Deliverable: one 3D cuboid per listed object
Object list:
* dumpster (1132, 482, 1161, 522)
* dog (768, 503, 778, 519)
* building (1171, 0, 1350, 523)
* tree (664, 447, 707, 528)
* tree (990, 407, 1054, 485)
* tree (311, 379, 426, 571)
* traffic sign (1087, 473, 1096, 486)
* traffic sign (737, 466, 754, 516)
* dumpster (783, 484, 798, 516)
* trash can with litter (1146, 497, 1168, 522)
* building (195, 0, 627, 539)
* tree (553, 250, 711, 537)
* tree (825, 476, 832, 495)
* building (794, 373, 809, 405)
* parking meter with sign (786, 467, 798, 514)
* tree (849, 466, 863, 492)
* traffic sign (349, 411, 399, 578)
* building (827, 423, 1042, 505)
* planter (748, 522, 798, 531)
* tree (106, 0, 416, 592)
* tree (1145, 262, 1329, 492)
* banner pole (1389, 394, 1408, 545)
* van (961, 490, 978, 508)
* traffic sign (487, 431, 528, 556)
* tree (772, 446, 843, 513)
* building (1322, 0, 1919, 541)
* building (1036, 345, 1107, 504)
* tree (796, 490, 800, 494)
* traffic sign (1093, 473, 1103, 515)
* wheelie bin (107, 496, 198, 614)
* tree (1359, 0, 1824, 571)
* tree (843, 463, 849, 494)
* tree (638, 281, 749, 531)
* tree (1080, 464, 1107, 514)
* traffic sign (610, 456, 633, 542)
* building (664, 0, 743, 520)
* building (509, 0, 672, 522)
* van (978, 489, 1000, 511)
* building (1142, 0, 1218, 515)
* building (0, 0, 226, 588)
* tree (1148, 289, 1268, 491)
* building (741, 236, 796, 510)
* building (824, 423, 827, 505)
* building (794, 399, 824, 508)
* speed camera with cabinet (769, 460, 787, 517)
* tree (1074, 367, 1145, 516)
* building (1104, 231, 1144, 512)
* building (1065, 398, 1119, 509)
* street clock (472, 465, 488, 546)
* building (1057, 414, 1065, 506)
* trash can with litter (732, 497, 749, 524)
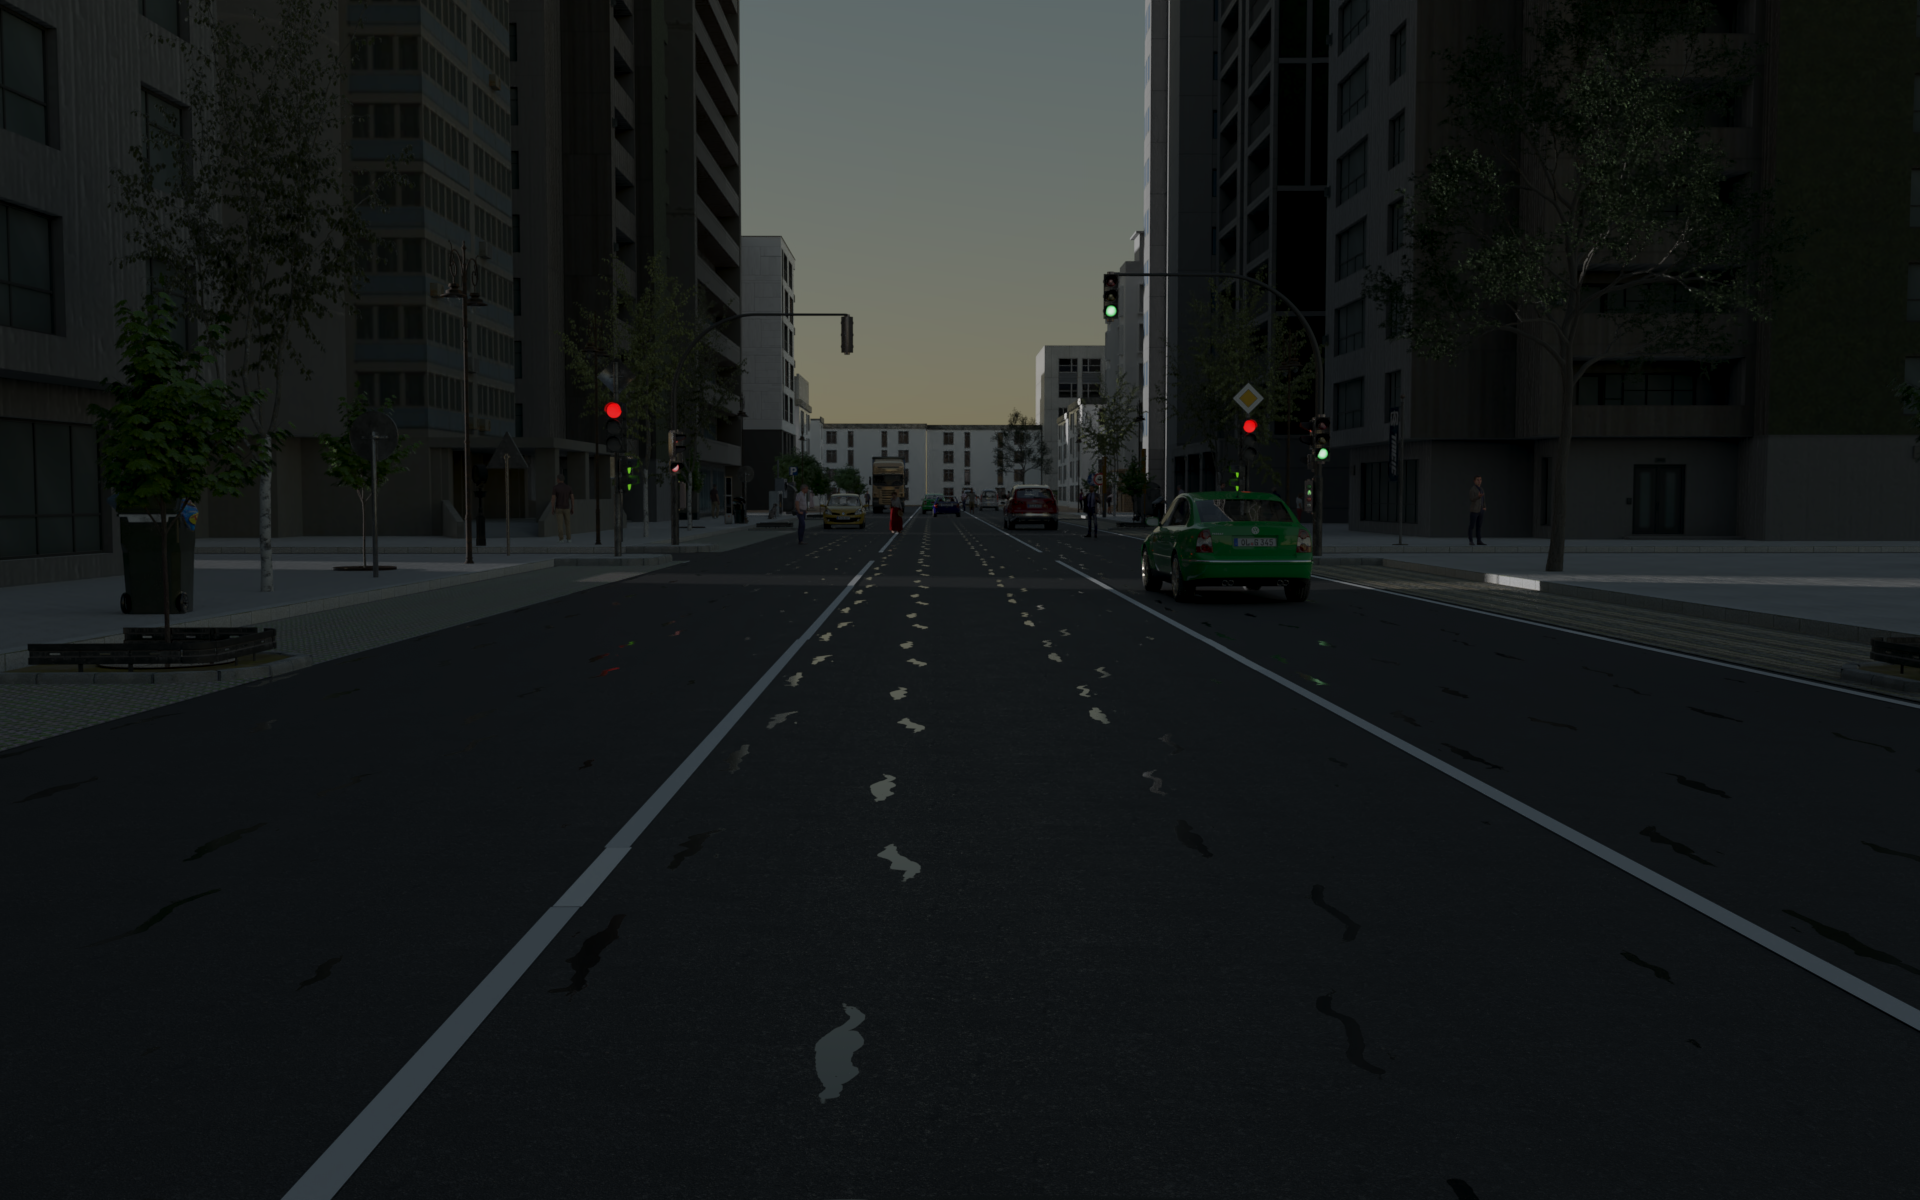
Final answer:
[{"bbox_3d":[8.766,-4.620,81.295,1.264,1.857,1.865,0,4,-1],"label":"dumpster"},{"bbox_3d":[-9.723,-4.548,88.736,0.800,0.831,0.513,-1,4,-10],"label":"dog"},{"bbox_3d":[21.480,-39.165,78.599,20.563,71.187,20.611,0,4,-1],"label":"building"},{"bbox_3d":[-10.101,-4.343,65.606,1.663,3.219,1.824,0,3,0],"label":"tree"},{"bbox_3d":[6.684,-15.355,185.464,7.601,10.594,8.767,1,4,12],"label":"tree"},{"bbox_3d":[-10.183,-2.123,29.320,1.663,3.219,1.824,0,3,0],"label":"tree"},{"bbox_3d":[8.230,-6.535,106.955,0.768,2.556,0.104,0,4,5],"label":"traffic sign"},{"bbox_3d":[-9.577,-4.725,77.366,0.768,2.556,0.104,0,4,4],"label":"traffic sign"},{"bbox_3d":[-10.328,-5.934,102.779,1.264,1.857,1.865,0,4,-1],"label":"dumpster"},{"bbox_3d":[8.926,-4.141,79.094,1.055,1.170,0.624,-3,4,-38],"label":"trash can with litter"},{"bbox_3d":[-28.532,-22.317,56.761,32.217,40.220,23.993,0,4,-1],"label":"building"},{"bbox_3d":[-9.636,-6.190,51.575,4.737,8.622,4.395,0,3,0],"label":"tree"},{"bbox_3d":[-11.372,-9.295,146.578,1.663,3.219,1.824,0,3,0],"label":"tree"},{"bbox_3d":[-34.935,-21.208,213.210,31.486,18.905,16.747,0,4,-1],"label":"building"},{"bbox_3d":[-10.690,-6.935,109.642,0.543,3.016,1.738,0,4,6],"label":"parking meter with sign"},{"bbox_3d":[-11.798,-12.106,181.654,4.285,4.588,4.351,0,3,0],"label":"tree"},{"bbox_3d":[-8.987,-1.618,26.567,0.768,2.556,0.104,0,4,3],"label":"traffic sign"},{"bbox_3d":[-4.088,-16.401,210.304,28.070,9.664,9.099,0,4,-1],"label":"building"},{"bbox_3d":[-7.268,-2.885,68.316,1.991,0.319,1.994,0,4,-1],"label":"planter"},{"bbox_3d":[-9.222,-4.430,22.792,4.360,8.622,3.978,0,3,0],"label":"tree"},{"bbox_3d":[9.261,-6.418,55.302,4.737,8.622,4.395,0,3,0],"label":"tree"},{"bbox_3d":[10.991,-3.276,43.579,0.401,3.779,0.863,-1,4,-15],"label":"banner pole"},{"bbox_3d":[1.056,-10.871,184.759,2.013,2.044,4.112,0,4,1],"label":"van"},{"bbox_3d":[-9.399,-2.200,35.974,0.884,2.594,0.081,0,4,4],"label":"traffic sign"},{"bbox_3d":[-11.158,-8.221,118.130,4.285,4.588,4.351,0,3,0],"label":"tree"},{"bbox_3d":[19.735,-17.221,53.266,14.107,30.474,14.160,0,4,-1],"label":"building"},{"bbox_3d":[25.621,-21.287,214.503,31.486,18.905,16.747,0,4,-1],"label":"building"},{"bbox_3d":[-11.423,-7.851,122.970,1.663,3.219,1.824,0,3,0],"label":"tree"},{"bbox_3d":[8.368,-6.336,103.699,0.768,2.556,0.104,0,4,4],"label":"traffic sign"},{"bbox_3d":[-8.663,-0.658,18.663,0.980,1.594,0.693,0,4,-7],"label":"wheelie bin"},{"bbox_3d":[10.201,-5.745,28.350,7.601,10.594,8.767,1,4,9],"label":"tree"},{"bbox_3d":[-11.681,-9.038,131.482,4.285,4.588,4.351,0,3,0],"label":"tree"},{"bbox_3d":[-9.472,-6.743,60.610,4.360,8.622,3.978,0,3,0],"label":"tree"},{"bbox_3d":[8.484,-7.171,111.844,1.663,3.219,1.824,0,3,0],"label":"tree"},{"bbox_3d":[-9.050,-2.703,46.319,0.606,2.300,0.079,0,4,1],"label":"traffic sign"},{"bbox_3d":[-23.790,-28.786,94.356,21.300,48.544,21.600,0,4,-1],"label":"building"},{"bbox_3d":[-20.869,-18.624,76.207,14.160,30.474,14.107,0,4,-1],"label":"building"},{"bbox_3d":[2.479,-8.679,148.914,2.013,2.044,4.112,0,4,0],"label":"van"},{"bbox_3d":[21.662,-34.357,103.730,21.231,58.520,28.212,0,4,-1],"label":"building"},{"bbox_3d":[-19.127,-15.438,24.109,14.107,30.474,14.160,0,4,-1],"label":"building"},{"bbox_3d":[9.051,-6.791,61.387,4.360,8.622,3.978,0,3,0],"label":"tree"},{"bbox_3d":[-28.002,-17.789,134.829,27.936,21.610,32.646,0,4,-1],"label":"building"},{"bbox_3d":[-29.026,-15.021,187.733,28.070,9.664,9.099,0,4,-1],"label":"building"},{"bbox_3d":[-18.801,-13.740,166.798,9.099,9.664,28.070,0,4,-1],"label":"building"},{"bbox_3d":[-10.405,-6.410,99.132,0.660,3.252,2.038,1,4,9],"label":"speed camera with cabinet"},{"bbox_3d":[8.698,-9.152,99.991,4.737,8.622,4.395,0,3,0],"label":"tree"},{"bbox_3d":[19.110,-16.755,130.370,16.016,20.091,11.380,0,4,-1],"label":"building"},{"bbox_3d":[15.003,-12.758,150.737,9.099,9.664,28.070,0,4,-1],"label":"building"},{"bbox_3d":[-11.846,-2.337,42.776,0.358,2.002,0.471,-3,4,-39],"label":"street clock"},{"bbox_3d":[15.521,-14.472,178.767,9.099,9.664,28.070,0,4,-1],"label":"building"},{"bbox_3d":[-9.549,-3.899,75.130,0.624,1.170,1.055,1,4,9],"label":"trash can with litter"}]
